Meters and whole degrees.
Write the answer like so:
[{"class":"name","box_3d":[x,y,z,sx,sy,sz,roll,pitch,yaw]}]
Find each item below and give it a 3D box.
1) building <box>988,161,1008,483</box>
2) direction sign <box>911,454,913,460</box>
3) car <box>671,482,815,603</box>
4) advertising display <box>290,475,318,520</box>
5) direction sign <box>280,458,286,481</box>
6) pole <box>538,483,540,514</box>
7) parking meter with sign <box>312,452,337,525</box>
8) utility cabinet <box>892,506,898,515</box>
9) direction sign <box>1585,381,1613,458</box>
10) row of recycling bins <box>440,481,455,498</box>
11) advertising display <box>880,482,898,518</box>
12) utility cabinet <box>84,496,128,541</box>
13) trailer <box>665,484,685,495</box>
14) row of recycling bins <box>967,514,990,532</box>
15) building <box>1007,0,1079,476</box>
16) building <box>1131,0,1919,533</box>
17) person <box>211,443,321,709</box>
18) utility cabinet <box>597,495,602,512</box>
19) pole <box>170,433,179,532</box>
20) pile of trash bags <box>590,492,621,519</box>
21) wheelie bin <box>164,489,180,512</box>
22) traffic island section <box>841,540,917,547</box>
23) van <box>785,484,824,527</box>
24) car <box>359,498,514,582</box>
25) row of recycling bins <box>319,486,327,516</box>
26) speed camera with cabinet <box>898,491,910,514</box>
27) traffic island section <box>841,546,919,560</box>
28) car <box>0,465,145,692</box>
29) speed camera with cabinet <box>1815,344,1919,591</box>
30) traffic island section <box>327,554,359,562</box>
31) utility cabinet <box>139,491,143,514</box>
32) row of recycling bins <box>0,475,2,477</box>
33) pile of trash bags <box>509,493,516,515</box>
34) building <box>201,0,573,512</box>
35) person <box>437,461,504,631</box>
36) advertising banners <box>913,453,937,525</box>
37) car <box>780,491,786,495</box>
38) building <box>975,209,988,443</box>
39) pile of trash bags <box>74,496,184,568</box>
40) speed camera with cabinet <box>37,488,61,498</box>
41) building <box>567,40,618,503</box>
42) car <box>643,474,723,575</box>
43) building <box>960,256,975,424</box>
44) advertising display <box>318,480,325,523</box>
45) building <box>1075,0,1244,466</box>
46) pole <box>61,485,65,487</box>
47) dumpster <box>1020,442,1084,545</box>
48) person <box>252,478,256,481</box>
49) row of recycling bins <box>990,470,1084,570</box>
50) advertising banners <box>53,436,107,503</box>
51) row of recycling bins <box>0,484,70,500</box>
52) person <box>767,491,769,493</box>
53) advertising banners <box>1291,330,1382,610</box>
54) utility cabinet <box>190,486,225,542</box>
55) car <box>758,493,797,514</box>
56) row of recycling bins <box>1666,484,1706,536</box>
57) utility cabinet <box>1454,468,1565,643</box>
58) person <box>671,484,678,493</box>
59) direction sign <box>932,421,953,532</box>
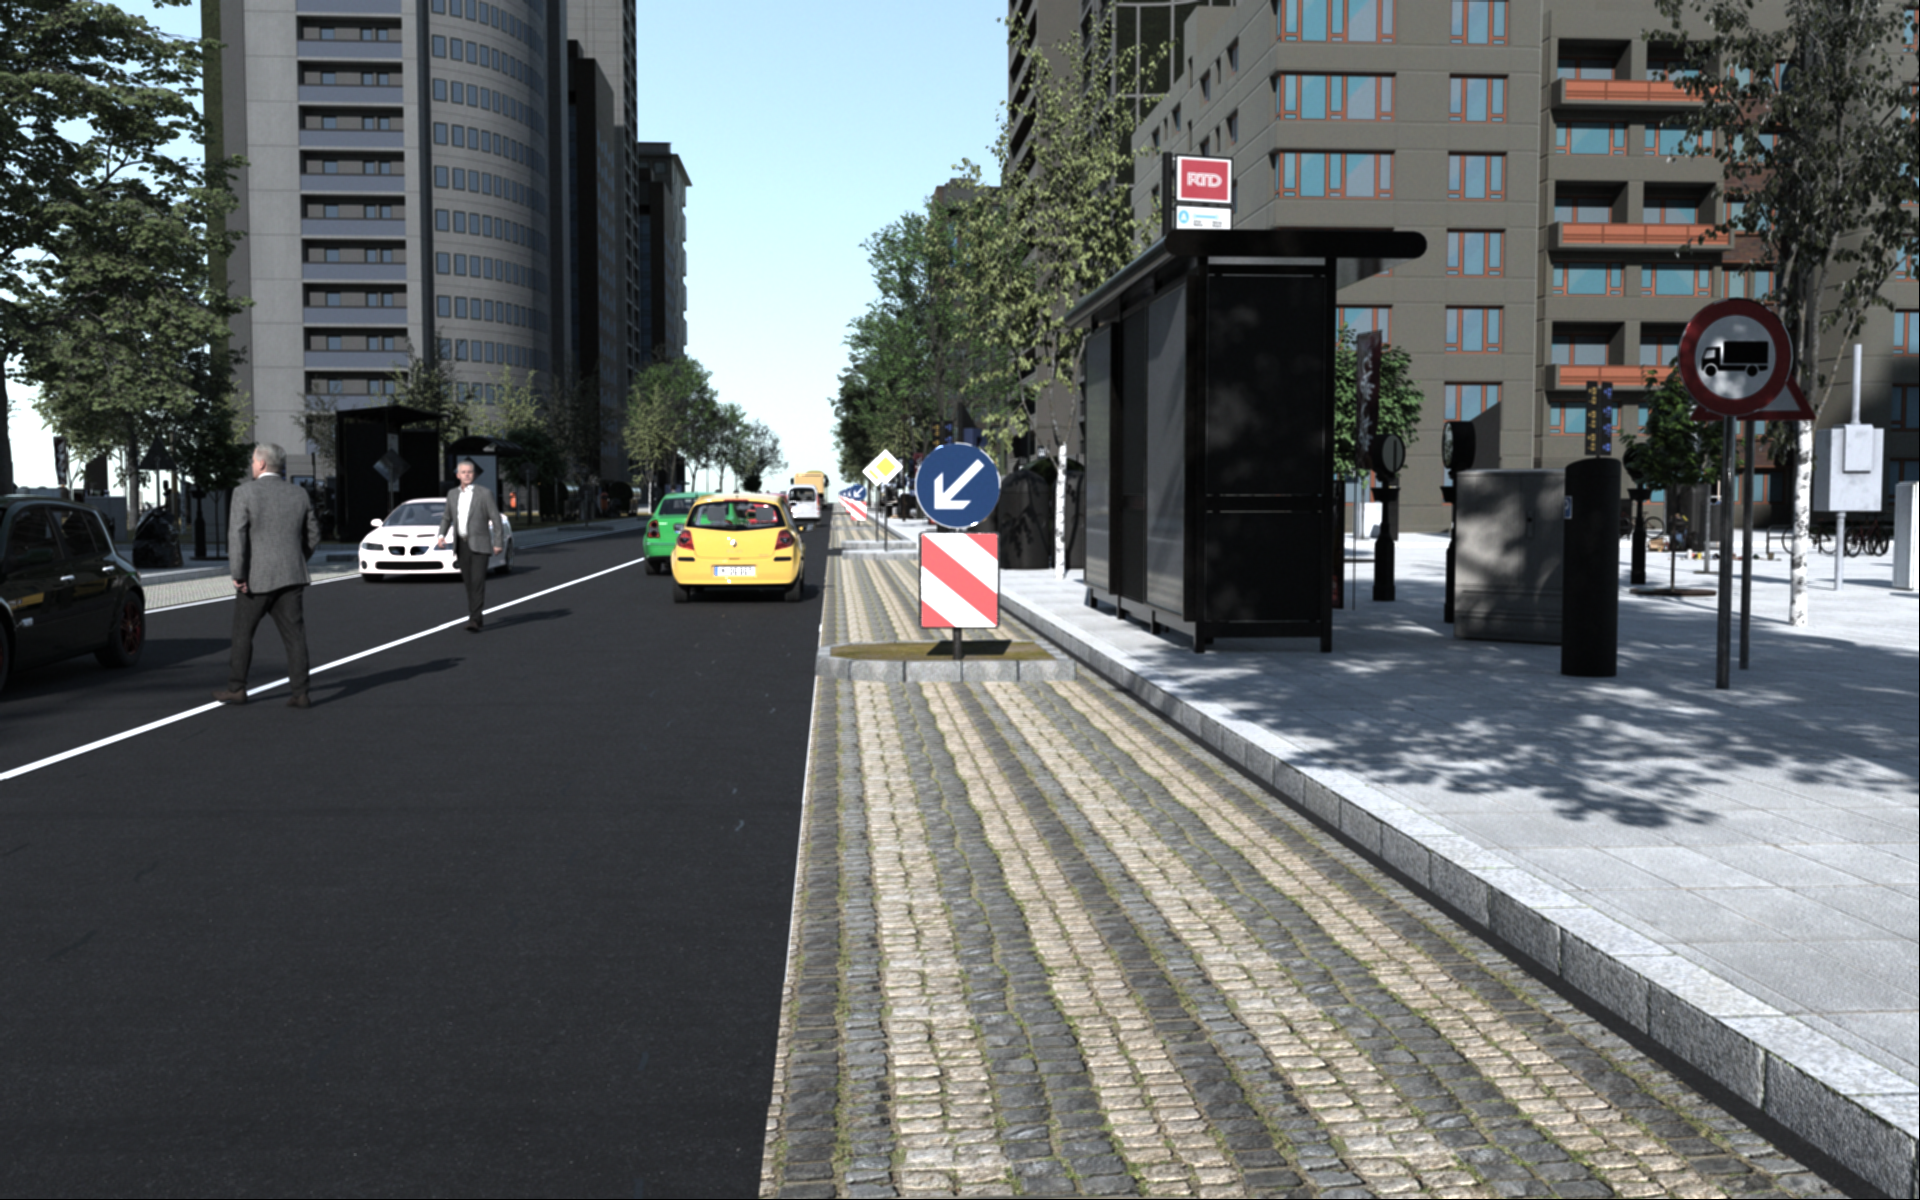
[{"class":"building","box_3d":[10.363,-23.294,152.565,14.160,30.474,14.107,0,4,-4]},{"class":"direction sign","box_3d":[-2.521,-6.512,98.469,0.379,3.537,0.876,-3,4,-36]},{"class":"car","box_3d":[-3.051,-0.861,24.294,2.015,1.641,3.980,0,4,-4]},{"class":"advertising display","box_3d":[-22.831,-3.363,60.196,0.123,1.923,0.974,2,4,27]},{"class":"direction sign","box_3d":[-39.805,-6.691,101.397,0.379,3.537,0.876,2,4,26]},{"class":"pole","box_3d":[-27.025,-7.185,111.318,0.158,3.312,0.155,0,3,0]},{"class":"parking meter with sign","box_3d":[-26.189,-4.672,72.642,1.738,3.016,0.543,-1,4,-15]},{"class":"utility cabinet","box_3d":[-3.567,-5.726,104.786,1.020,1.237,0.306,0,4,3]},{"class":"direction sign","box_3d":[12.881,-2.629,34.980,0.876,3.537,0.379,-3,4,-37]},{"class":"row of recycling bins","box_3d":[-16.798,-3.023,56.544,1.069,1.692,3.534,-1,4,-21]},{"class":"advertising display","box_3d":[-3.853,-5.432,94.030,0.974,1.923,0.123,0,4,-8]},{"class":"utility cabinet","box_3d":[-23.214,-2.196,47.073,1.020,1.237,0.306,-1,4,-20]},{"class":"trailer","box_3d":[-16.824,-5.811,102.057,1.471,1.999,3.904,0,4,-5]},{"class":"row of recycling bins","box_3d":[1.568,-1.806,36.640,3.534,1.692,1.069,3,5,42]},{"class":"building","box_3d":[15.364,-31.238,134.450,21.300,48.544,21.600,0,4,-4]},{"class":"building","box_3d":[23.666,-13.831,71.170,28.899,21.520,27.650,0,4,-4]},{"class":"person","box_3d":[-4.717,-0.173,11.734,0.834,1.777,0.661,2,4,32]},{"class":"utility cabinet","box_3d":[-19.723,-5.110,94.708,0.306,1.237,1.020,-1,4,-12]},{"class":"pole","box_3d":[-26.259,-3.917,57.892,0.158,3.312,0.155,0,3,0]},{"class":"pile of trash bags","box_3d":[-18.871,-5.003,91.552,1.912,1.369,3.447,-1,4,-16]},{"class":"wheelie bin","box_3d":[-45.385,-5.630,99.958,0.693,1.594,0.980,2,4,28]},{"class":"traffic island section","box_3d":[-2.212,-1.493,46.690,2.009,0.180,2.903,0,4,-4]},{"class":"van","box_3d":[-7.033,-4.286,77.096,2.013,2.044,4.112,0,4,-5]},{"class":"car","box_3d":[-8.930,-1.068,29.828,2.083,1.381,4.827,0,4,-4]},{"class":"row of recycling bins","box_3d":[-31.599,-4.850,86.405,1.069,1.692,3.534,0,4,2]},{"class":"speed camera with cabinet","box_3d":[-2.580,-6.550,101.422,2.038,3.252,0.660,1,4,18]},{"class":"traffic island section","box_3d":[-1.635,-1.006,38.726,2.009,0.180,2.903,0,4,-4]},{"class":"car","box_3d":[-7.582,-0.192,12.922,2.009,1.686,4.222,0,4,-5]},{"class":"speed camera with cabinet","box_3d":[12.554,-1.759,23.095,2.038,3.252,0.660,0,4,5]},{"class":"traffic island section","box_3d":[-12.448,-0.958,37.950,2.009,0.180,2.903,0,4,-4]},{"class":"utility cabinet","box_3d":[-51.966,-6.180,109.722,0.318,1.500,1.173,-1,4,-23]},{"class":"row of recycling bins","box_3d":[-14.584,-1.023,23.842,3.534,1.692,1.069,1,4,18]},{"class":"pile of trash bags","box_3d":[-28.003,-5.719,103.257,3.447,1.369,1.912,-1,4,-21]},{"class":"building","box_3d":[-42.607,-36.095,132.158,21.231,58.520,28.212,0,4,-4]},{"class":"person","box_3d":[-5.138,-0.563,18.110,0.661,1.777,0.834,0,4,1]},{"class":"advertising banners","box_3d":[-1.096,-4.680,72.712,2.074,3.025,0.090,2,4,31]},{"class":"car","box_3d":[-23.497,-13.741,233.343,2.281,1.827,5.304,0,4,-2]},{"class":"building","box_3d":[9.364,-24.154,166.611,14.160,30.474,14.107,0,4,-4]},{"class":"pile of trash bags","box_3d":[-15.417,-1.265,30.432,3.447,1.369,1.912,-1,4,-10]},{"class":"speed camera with cabinet","box_3d":[-25.442,-3.212,46.854,0.660,3.252,2.038,2,4,27]},{"class":"building","box_3d":[-42.642,-32.112,175.146,14.600,45.320,14.200,0,4,-4]},{"class":"car","box_3d":[-4.767,-1.425,32.092,1.959,1.807,4.718,0,4,-3]},{"class":"building","box_3d":[7.875,-25.023,180.833,14.160,30.474,14.107,0,4,-4]},{"class":"advertising display","box_3d":[-29.068,-4.450,77.966,0.974,1.923,0.123,-2,4,-32]},{"class":"building","box_3d":[16.895,-41.050,109.420,20.563,71.187,20.611,0,4,-4]},{"class":"pole","box_3d":[-58.519,-7.289,113.017,0.158,3.312,0.155,0,3,0]},{"class":"dumpster","box_3d":[1.786,-1.869,33.045,1.502,2.255,1.985,0,4,-4]},{"class":"person","box_3d":[-12.338,-1.301,30.525,0.760,1.731,0.466,2,4,28]},{"class":"row of recycling bins","box_3d":[2.407,-1.405,30.083,3.534,1.692,1.069,-1,4,-18]},{"class":"advertising banners","box_3d":[-26.382,-3.408,51.914,2.074,3.025,0.090,1,4,22]},{"class":"row of recycling bins","box_3d":[-49.935,-5.280,93.443,3.534,1.692,1.069,-1,4,-19]},{"class":"person","box_3d":[-16.970,-8.758,152.370,1.217,1.739,0.721,2,4,32]},{"class":"advertising banners","box_3d":[4.193,-1.426,19.508,0.090,3.025,2.074,-1,4,-16]},{"class":"utility cabinet","box_3d":[-19.562,-2.254,45.530,1.173,1.500,0.318,0,4,2]},{"class":"car","box_3d":[-7.542,-3.637,68.499,2.155,1.783,4.494,0,4,-6]},{"class":"row of recycling bins","box_3d":[22.966,-2.919,54.833,1.069,1.692,3.534,1,4,12]},{"class":"utility cabinet","box_3d":[4.886,-0.384,14.963,1.173,1.500,0.318,3,5,42]},{"class":"person","box_3d":[-10.293,-3.277,62.357,0.678,1.792,0.850,-2,4,-35]},{"class":"direction sign","box_3d":[-0.543,-3.772,53.667,0.876,3.537,0.379,3,5,43]}]
